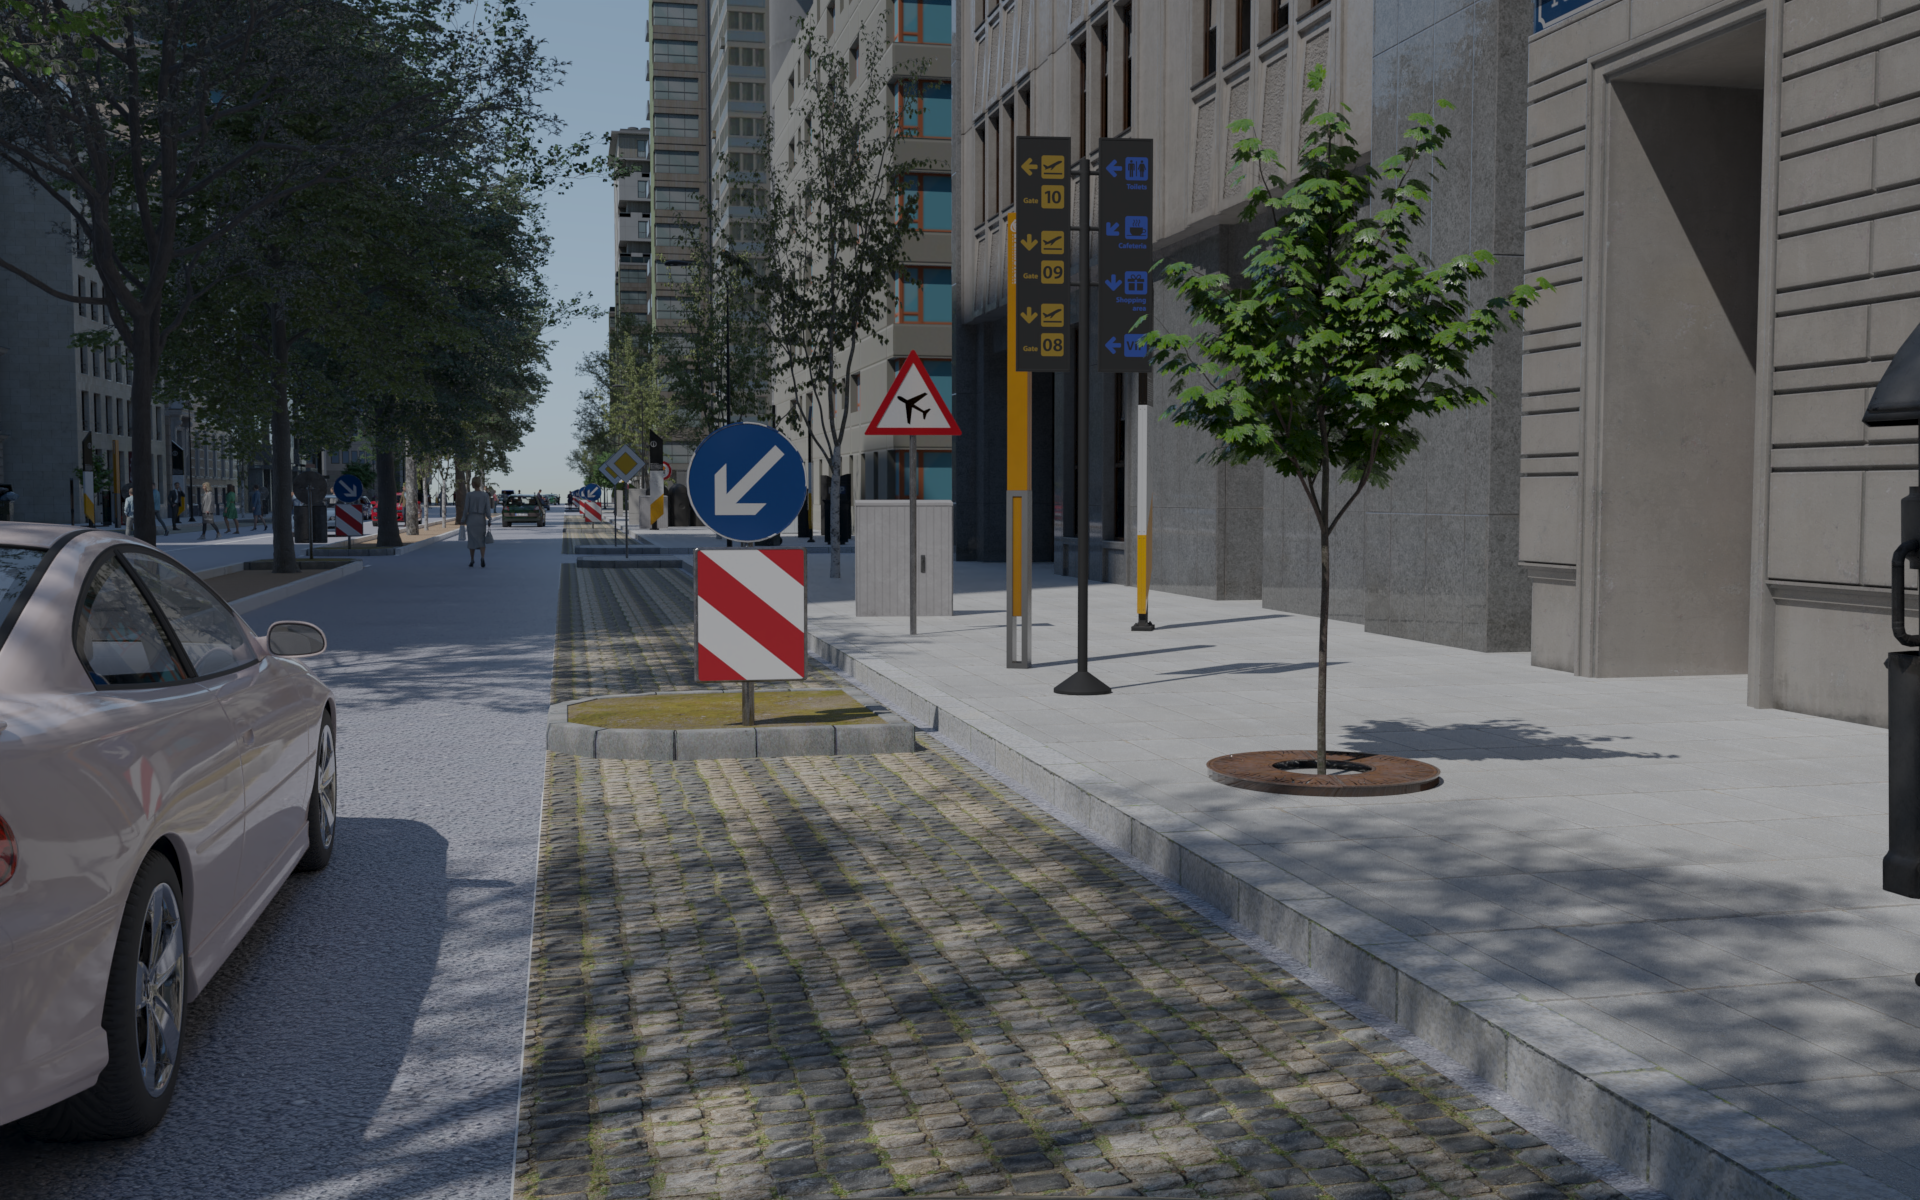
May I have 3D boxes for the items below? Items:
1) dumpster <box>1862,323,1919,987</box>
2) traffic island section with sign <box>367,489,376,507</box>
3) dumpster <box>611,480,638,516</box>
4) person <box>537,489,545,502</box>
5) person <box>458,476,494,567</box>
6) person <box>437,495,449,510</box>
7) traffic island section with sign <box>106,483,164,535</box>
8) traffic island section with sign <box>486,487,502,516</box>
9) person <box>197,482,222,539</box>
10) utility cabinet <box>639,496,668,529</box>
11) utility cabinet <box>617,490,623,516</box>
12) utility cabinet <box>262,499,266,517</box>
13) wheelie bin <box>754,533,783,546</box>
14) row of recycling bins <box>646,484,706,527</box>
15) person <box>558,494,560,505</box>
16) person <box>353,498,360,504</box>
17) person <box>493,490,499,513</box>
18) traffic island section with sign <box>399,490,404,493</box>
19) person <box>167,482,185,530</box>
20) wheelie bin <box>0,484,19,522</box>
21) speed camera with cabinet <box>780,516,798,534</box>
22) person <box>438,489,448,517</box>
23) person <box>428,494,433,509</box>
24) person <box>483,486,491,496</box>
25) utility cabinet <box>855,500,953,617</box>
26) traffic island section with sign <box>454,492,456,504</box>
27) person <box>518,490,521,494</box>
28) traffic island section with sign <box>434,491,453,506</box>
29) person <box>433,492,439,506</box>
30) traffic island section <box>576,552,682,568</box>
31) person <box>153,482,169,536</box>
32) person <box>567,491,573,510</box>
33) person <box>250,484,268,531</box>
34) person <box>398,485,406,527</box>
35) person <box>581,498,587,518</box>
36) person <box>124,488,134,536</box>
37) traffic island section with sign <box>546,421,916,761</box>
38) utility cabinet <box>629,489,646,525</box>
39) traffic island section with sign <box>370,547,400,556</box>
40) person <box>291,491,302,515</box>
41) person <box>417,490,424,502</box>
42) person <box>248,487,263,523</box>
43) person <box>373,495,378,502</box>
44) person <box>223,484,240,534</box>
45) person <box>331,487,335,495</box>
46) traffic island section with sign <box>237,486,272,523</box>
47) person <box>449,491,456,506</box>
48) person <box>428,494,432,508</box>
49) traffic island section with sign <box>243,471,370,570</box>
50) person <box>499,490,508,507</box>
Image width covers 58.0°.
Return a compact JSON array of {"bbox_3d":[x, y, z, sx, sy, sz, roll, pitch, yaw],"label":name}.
[{"bbox_3d":[2.695,0.172,2.939,1.264,1.857,1.865,-1,4,-13],"label":"dumpster"},{"bbox_3d":[-46.276,-7.804,136.226,1.989,1.847,2.006,-1,4,-13],"label":"traffic island section with sign"},{"bbox_3d":[-19.415,-5.978,100.230,1.502,2.255,1.985,-1,4,-13],"label":"dumpster"},{"bbox_3d":[-28.864,-6.752,119.351,0.568,1.767,0.683,-1,4,-12],"label":"person"},{"bbox_3d":[-9.488,-1.532,33.906,0.694,1.780,0.624,-1,4,-11],"label":"person"},{"bbox_3d":[-38.461,-7.316,128.944,1.217,1.723,0.721,2,4,29],"label":"person"},{"bbox_3d":[-29.071,-3.181,60.642,1.989,1.847,2.006,-1,4,-13],"label":"traffic island section with sign"},{"bbox_3d":[-30.987,-6.476,114.019,2.006,1.907,1.989,-1,4,-13],"label":"traffic island section with sign"},{"bbox_3d":[-23.660,-2.808,54.596,0.728,1.800,0.709,-3,4,-39],"label":"person"},{"bbox_3d":[-11.352,-3.242,64.169,1.020,1.237,0.306,-1,4,-22],"label":"utility cabinet"},{"bbox_3d":[-19.314,-5.488,98.403,0.318,1.500,1.173,-1,4,-13],"label":"utility cabinet"},{"bbox_3d":[-39.297,-5.421,97.314,0.318,1.500,1.173,-2,4,-35],"label":"utility cabinet"},{"bbox_3d":[-4.807,-2.140,42.904,0.693,1.594,0.980,1,4,17],"label":"wheelie bin"},{"bbox_3d":[-10.691,-3.740,68.268,3.534,1.692,1.069,-3,4,-38],"label":"row of recycling bins"},{"bbox_3d":[-53.858,-13.514,232.717,0.557,1.426,1.065,-1,4,-10],"label":"person"},{"bbox_3d":[-31.787,-5.042,91.107,0.590,1.801,0.661,-2,4,-29],"label":"person"},{"bbox_3d":[-34.217,-7.249,127.734,0.721,1.743,1.217,-2,4,-29],"label":"person"},{"bbox_3d":[-52.264,-9.412,162.510,1.989,1.847,2.006,-1,4,-13],"label":"traffic island section with sign"},{"bbox_3d":[-30.885,-3.698,68.318,0.474,1.900,0.648,0,4,7],"label":"person"},{"bbox_3d":[-29.117,-2.735,52.620,0.980,1.594,0.693,-1,4,-17],"label":"wheelie bin"},{"bbox_3d":[-5.721,-3.815,56.707,0.660,3.252,2.038,-1,4,-14],"label":"speed camera with cabinet"},{"bbox_3d":[-32.863,-6.193,110.025,0.678,1.792,0.850,0,4,-2],"label":"person"},{"bbox_3d":[-52.460,-9.767,171.442,1.065,1.426,0.557,-3,4,-36],"label":"person"},{"bbox_3d":[-26.151,-5.357,95.451,0.474,1.900,0.648,1,4,15],"label":"person"},{"bbox_3d":[-0.590,-0.433,18.235,1.020,1.237,0.306,0,4,-5],"label":"utility cabinet"},{"bbox_3d":[-70.299,-14.255,241.697,1.989,1.847,2.006,-1,4,-13],"label":"traffic island section with sign"},{"bbox_3d":[-29.718,-6.584,116.965,1.217,1.723,0.721,0,4,2],"label":"person"},{"bbox_3d":[-64.288,-12.641,215.311,1.989,1.847,2.006,-1,4,-13],"label":"traffic island section with sign"},{"bbox_3d":[-62.000,-11.998,205.391,1.217,1.736,0.721,1,4,17],"label":"person"},{"bbox_3d":[-6.642,-0.756,34.645,2.009,0.180,2.903,-1,4,-13],"label":"traffic island section"},{"bbox_3d":[-27.547,-3.118,59.339,0.748,1.841,0.638,0,4,7],"label":"person"},{"bbox_3d":[-33.522,-8.532,148.909,0.541,1.710,0.530,-2,4,-34],"label":"person"},{"bbox_3d":[-27.496,-3.629,67.856,0.654,1.822,0.581,1,4,10],"label":"person"},{"bbox_3d":[-23.974,-4.072,74.984,0.656,1.842,0.836,-1,4,-23],"label":"person"},{"bbox_3d":[-22.230,-5.733,102.474,0.600,1.795,0.529,1,4,14],"label":"person"},{"bbox_3d":[-23.425,-2.371,49.076,0.589,1.601,0.330,-3,5,-42],"label":"person"},{"bbox_3d":[-1.432,-0.098,10.234,1.989,1.847,2.006,-1,4,-13],"label":"traffic island section with sign"},{"bbox_3d":[-13.139,-3.869,71.931,1.173,1.500,0.318,0,4,0],"label":"utility cabinet"},{"bbox_3d":[-14.298,-1.995,40.751,2.006,1.907,1.989,-1,4,-13],"label":"traffic island section with sign"},{"bbox_3d":[-27.111,-3.797,70.673,0.616,1.811,0.778,-2,4,-28],"label":"person"},{"bbox_3d":[-47.274,-8.738,151.396,1.348,1.821,0.705,1,4,14],"label":"person"},{"bbox_3d":[-34.640,-4.687,85.233,0.694,1.812,0.767,0,4,-4],"label":"person"},{"bbox_3d":[-47.983,-8.121,141.968,0.721,1.739,1.217,1,4,8],"label":"person"},{"bbox_3d":[-26.272,-3.282,62.410,0.529,1.795,0.600,0,4,-8],"label":"person"},{"bbox_3d":[-26.078,-3.850,72.206,0.466,1.731,0.760,1,4,16],"label":"person"},{"bbox_3d":[-35.062,-4.789,86.926,1.989,1.847,2.006,-1,4,-13],"label":"traffic island section with sign"},{"bbox_3d":[-62.270,-12.533,213.371,1.348,1.831,0.705,-1,4,-23],"label":"person"},{"bbox_3d":[-56.050,-10.464,182.778,0.628,1.438,0.799,-1,4,-9],"label":"person"},{"bbox_3d":[-12.663,-1.553,33.525,2.006,1.907,1.989,-1,4,-13],"label":"traffic island section with sign"},{"bbox_3d":[-34.745,-7.528,132.368,0.721,1.735,1.217,3,4,37],"label":"person"}]
